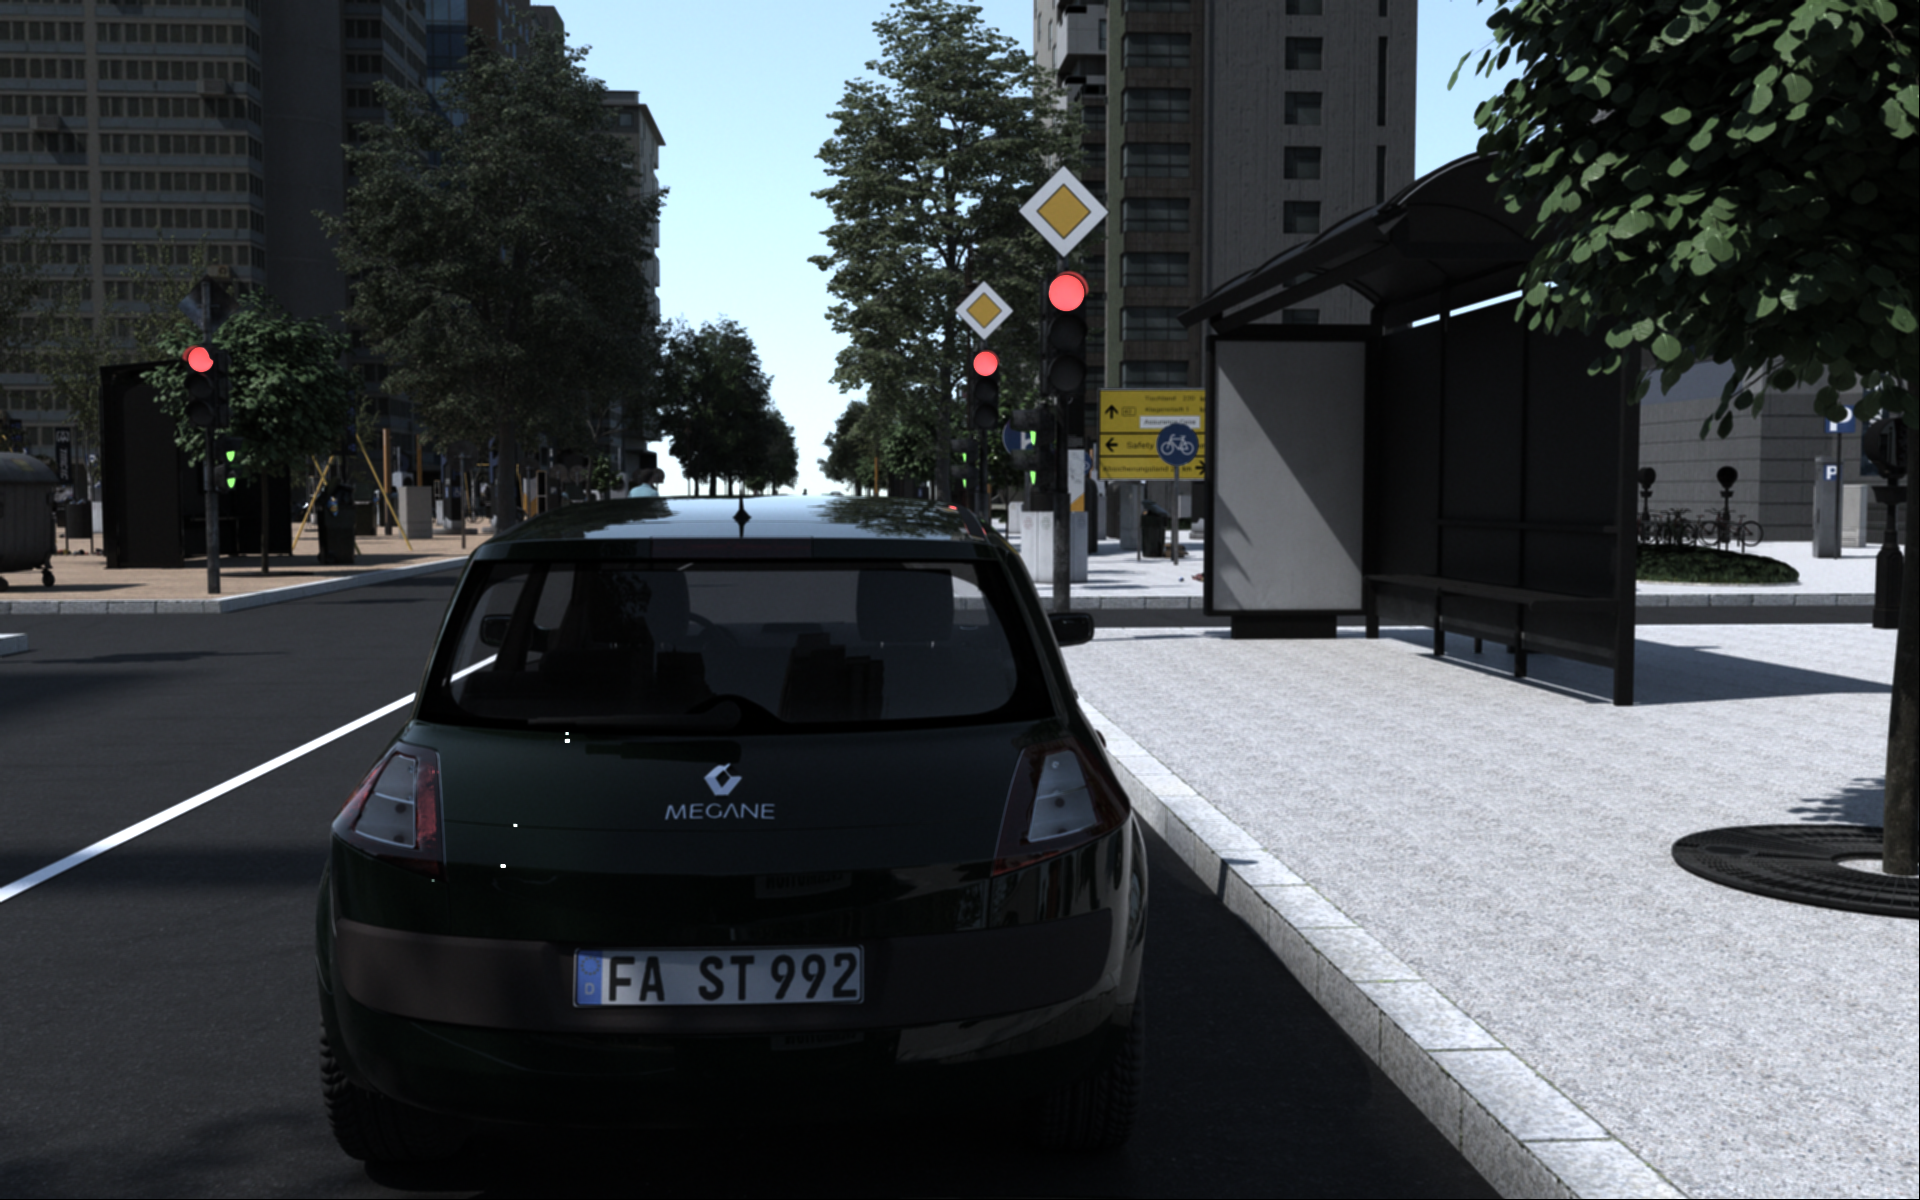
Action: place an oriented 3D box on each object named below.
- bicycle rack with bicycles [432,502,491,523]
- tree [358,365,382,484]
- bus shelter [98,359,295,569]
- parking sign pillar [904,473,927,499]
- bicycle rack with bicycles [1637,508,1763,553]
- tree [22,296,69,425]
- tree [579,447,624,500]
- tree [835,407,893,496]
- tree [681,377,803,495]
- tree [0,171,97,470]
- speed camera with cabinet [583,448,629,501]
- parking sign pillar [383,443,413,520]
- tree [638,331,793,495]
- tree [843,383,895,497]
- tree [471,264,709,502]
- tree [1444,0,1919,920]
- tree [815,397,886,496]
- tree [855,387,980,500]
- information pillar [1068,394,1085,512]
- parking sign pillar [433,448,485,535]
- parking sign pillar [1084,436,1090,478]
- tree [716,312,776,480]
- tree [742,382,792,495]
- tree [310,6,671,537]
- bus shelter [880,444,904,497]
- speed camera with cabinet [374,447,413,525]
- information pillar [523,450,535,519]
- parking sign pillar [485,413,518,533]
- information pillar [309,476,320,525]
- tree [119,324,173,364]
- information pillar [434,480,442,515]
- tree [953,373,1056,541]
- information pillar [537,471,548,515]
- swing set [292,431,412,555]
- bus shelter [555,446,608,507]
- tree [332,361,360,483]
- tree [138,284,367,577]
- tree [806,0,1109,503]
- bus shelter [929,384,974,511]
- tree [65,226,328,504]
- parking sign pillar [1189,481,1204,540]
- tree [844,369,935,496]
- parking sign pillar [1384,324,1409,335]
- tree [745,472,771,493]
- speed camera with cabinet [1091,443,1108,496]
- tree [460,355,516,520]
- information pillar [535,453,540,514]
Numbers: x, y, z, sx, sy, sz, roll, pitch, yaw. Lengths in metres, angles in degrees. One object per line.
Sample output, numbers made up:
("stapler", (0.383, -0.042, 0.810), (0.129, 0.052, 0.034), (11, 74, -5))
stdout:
("bicycle rack with bicycles", (-22.079, -3.834, 76.068), (2.925, 0.926, 2.852), (-3, 5, -40))
("tree", (-32.845, -8.676, 92.217), (4.737, 8.622, 4.395), (0, 3, 0))
("bus shelter", (-14.102, -2.534, 32.707), (1.731, 3.624, 6.357), (0, 4, -4))
("parking sign pillar", (-1.832, -5.094, 71.754), (1.447, 3.967, 1.447), (2, 4, 26))
("bicycle rack with bicycles", (16.127, -1.530, 38.390), (2.852, 0.926, 2.925), (1, 4, 14))
("tree", (-30.082, -6.721, 60.256), (4.737, 8.622, 4.395), (0, 3, 0))
("tree", (-14.677, -4.711, 71.622), (1.663, 3.219, 1.824), (0, 3, 0))
("tree", (-9.780, -15.143, 182.007), (7.601, 10.594, 8.767), (-3, 4, -36))
("tree", (-20.536, -14.490, 153.919), (9.611, 12.733, 9.660), (0, 3, 0))
("tree", (-18.072, -4.942, 31.159), (4.360, 8.622, 3.978), (0, 3, 0))
("speed camera with cabinet", (-15.145, -4.843, 73.511), (2.038, 3.252, 0.660), (0, 4, 2))
("parking sign pillar", (-26.796, -5.759, 82.627), (1.447, 3.967, 1.447), (-1, 4, -20))
("tree", (-17.088, -11.360, 111.489), (9.928, 11.665, 9.643), (0, 3, 0))
("tree", (-4.478, -9.327, 102.851), (4.737, 8.622, 4.395), (0, 3, 0))
("tree", (-13.934, -7.975, 64.811), (8.767, 10.594, 7.601), (-2, 4, -31))
("tree", (3.118, -1.343, 5.666), (4.285, 4.588, 4.351), (0, 3, 0))
("tree", (-12.037, -17.631, 205.269), (9.611, 12.733, 9.660), (0, 3, 0))
("tree", (-0.815, -4.048, 49.895), (4.285, 4.588, 4.351), (0, 3, 0))
("information pillar", (2.064, -2.500, 32.230), (0.504, 3.616, 0.183), (0, 4, -3))
("parking sign pillar", (-15.989, -4.045, 54.615), (1.447, 3.967, 1.447), (-2, 4, -28))
("parking sign pillar", (5.918, -5.659, 80.995), (1.447, 3.967, 1.447), (-1, 4, -16))
("tree", (-17.653, -13.247, 123.247), (9.857, 13.997, 8.962), (0, 3, 0))
("tree", (-21.731, -16.057, 172.899), (12.009, 13.543, 11.850), (0, 3, 0))
("tree", (-12.463, -8.595, 47.179), (9.857, 13.997, 8.962), (0, 3, 0))
("bus shelter", (-2.744, -5.427, 80.018), (1.731, 3.624, 6.357), (0, 4, -4))
("speed camera with cabinet", (-23.569, -4.736, 71.776), (0.660, 3.252, 2.038), (2, 4, 25))
("information pillar", (-19.696, -5.350, 78.834), (0.183, 3.616, 0.504), (1, 4, 15))
("parking sign pillar", (-15.059, -4.199, 57.120), (1.447, 3.967, 1.447), (-3, 4, -37))
("information pillar", (-26.857, -4.137, 72.136), (0.304, 2.012, 0.304), (3, 5, 41))
("tree", (-34.909, -7.567, 74.090), (4.360, 8.622, 3.978), (0, 3, 0))
("information pillar", (-28.085, -5.430, 93.266), (0.304, 2.012, 0.304), (1, 4, 11))
("tree", (0.719, -2.041, 27.966), (1.663, 3.219, 1.824), (0, 3, 0))
("information pillar", (-13.221, -3.079, 54.827), (0.304, 2.012, 0.304), (-1, 4, -8))
("swing set", (-13.985, -2.463, 37.894), (2.862, 2.851, 3.119), (0, 4, 4))
("bus shelter", (-18.575, -5.748, 85.267), (1.731, 3.624, 6.357), (0, 4, -4))
("tree", (-26.773, -7.151, 67.284), (4.737, 8.622, 4.395), (0, 3, 0))
("tree", (-11.052, -2.661, 27.218), (4.285, 4.588, 4.351), (0, 3, 0))
("tree", (-0.125, -7.436, 39.710), (7.486, 12.596, 7.792), (0, 3, 0))
("bus shelter", (-0.155, -5.088, 60.816), (2.179, 5.291, 8.768), (0, 4, -4))
("tree", (-21.196, -5.989, 48.275), (4.737, 8.622, 4.395), (0, 3, 0))
("parking sign pillar", (7.266, -3.721, 49.306), (1.447, 3.967, 1.447), (3, 4, 36))
("tree", (-3.122, -8.410, 87.867), (4.360, 8.622, 3.978), (0, 3, 0))
("parking sign pillar", (6.572, -2.228, 24.902), (1.447, 3.967, 1.447), (3, 5, 42))
("tree", (-22.560, -12.744, 192.082), (4.285, 4.588, 4.351), (0, 3, 0))
("speed camera with cabinet", (5.256, -4.429, 66.754), (0.660, 3.252, 2.038), (1, 4, 15))
("tree", (-23.632, -8.222, 84.796), (4.360, 8.622, 3.978), (0, 3, 0))
("information pillar", (-19.603, -5.408, 79.767), (0.504, 3.616, 0.183), (-3, 5, -40))
